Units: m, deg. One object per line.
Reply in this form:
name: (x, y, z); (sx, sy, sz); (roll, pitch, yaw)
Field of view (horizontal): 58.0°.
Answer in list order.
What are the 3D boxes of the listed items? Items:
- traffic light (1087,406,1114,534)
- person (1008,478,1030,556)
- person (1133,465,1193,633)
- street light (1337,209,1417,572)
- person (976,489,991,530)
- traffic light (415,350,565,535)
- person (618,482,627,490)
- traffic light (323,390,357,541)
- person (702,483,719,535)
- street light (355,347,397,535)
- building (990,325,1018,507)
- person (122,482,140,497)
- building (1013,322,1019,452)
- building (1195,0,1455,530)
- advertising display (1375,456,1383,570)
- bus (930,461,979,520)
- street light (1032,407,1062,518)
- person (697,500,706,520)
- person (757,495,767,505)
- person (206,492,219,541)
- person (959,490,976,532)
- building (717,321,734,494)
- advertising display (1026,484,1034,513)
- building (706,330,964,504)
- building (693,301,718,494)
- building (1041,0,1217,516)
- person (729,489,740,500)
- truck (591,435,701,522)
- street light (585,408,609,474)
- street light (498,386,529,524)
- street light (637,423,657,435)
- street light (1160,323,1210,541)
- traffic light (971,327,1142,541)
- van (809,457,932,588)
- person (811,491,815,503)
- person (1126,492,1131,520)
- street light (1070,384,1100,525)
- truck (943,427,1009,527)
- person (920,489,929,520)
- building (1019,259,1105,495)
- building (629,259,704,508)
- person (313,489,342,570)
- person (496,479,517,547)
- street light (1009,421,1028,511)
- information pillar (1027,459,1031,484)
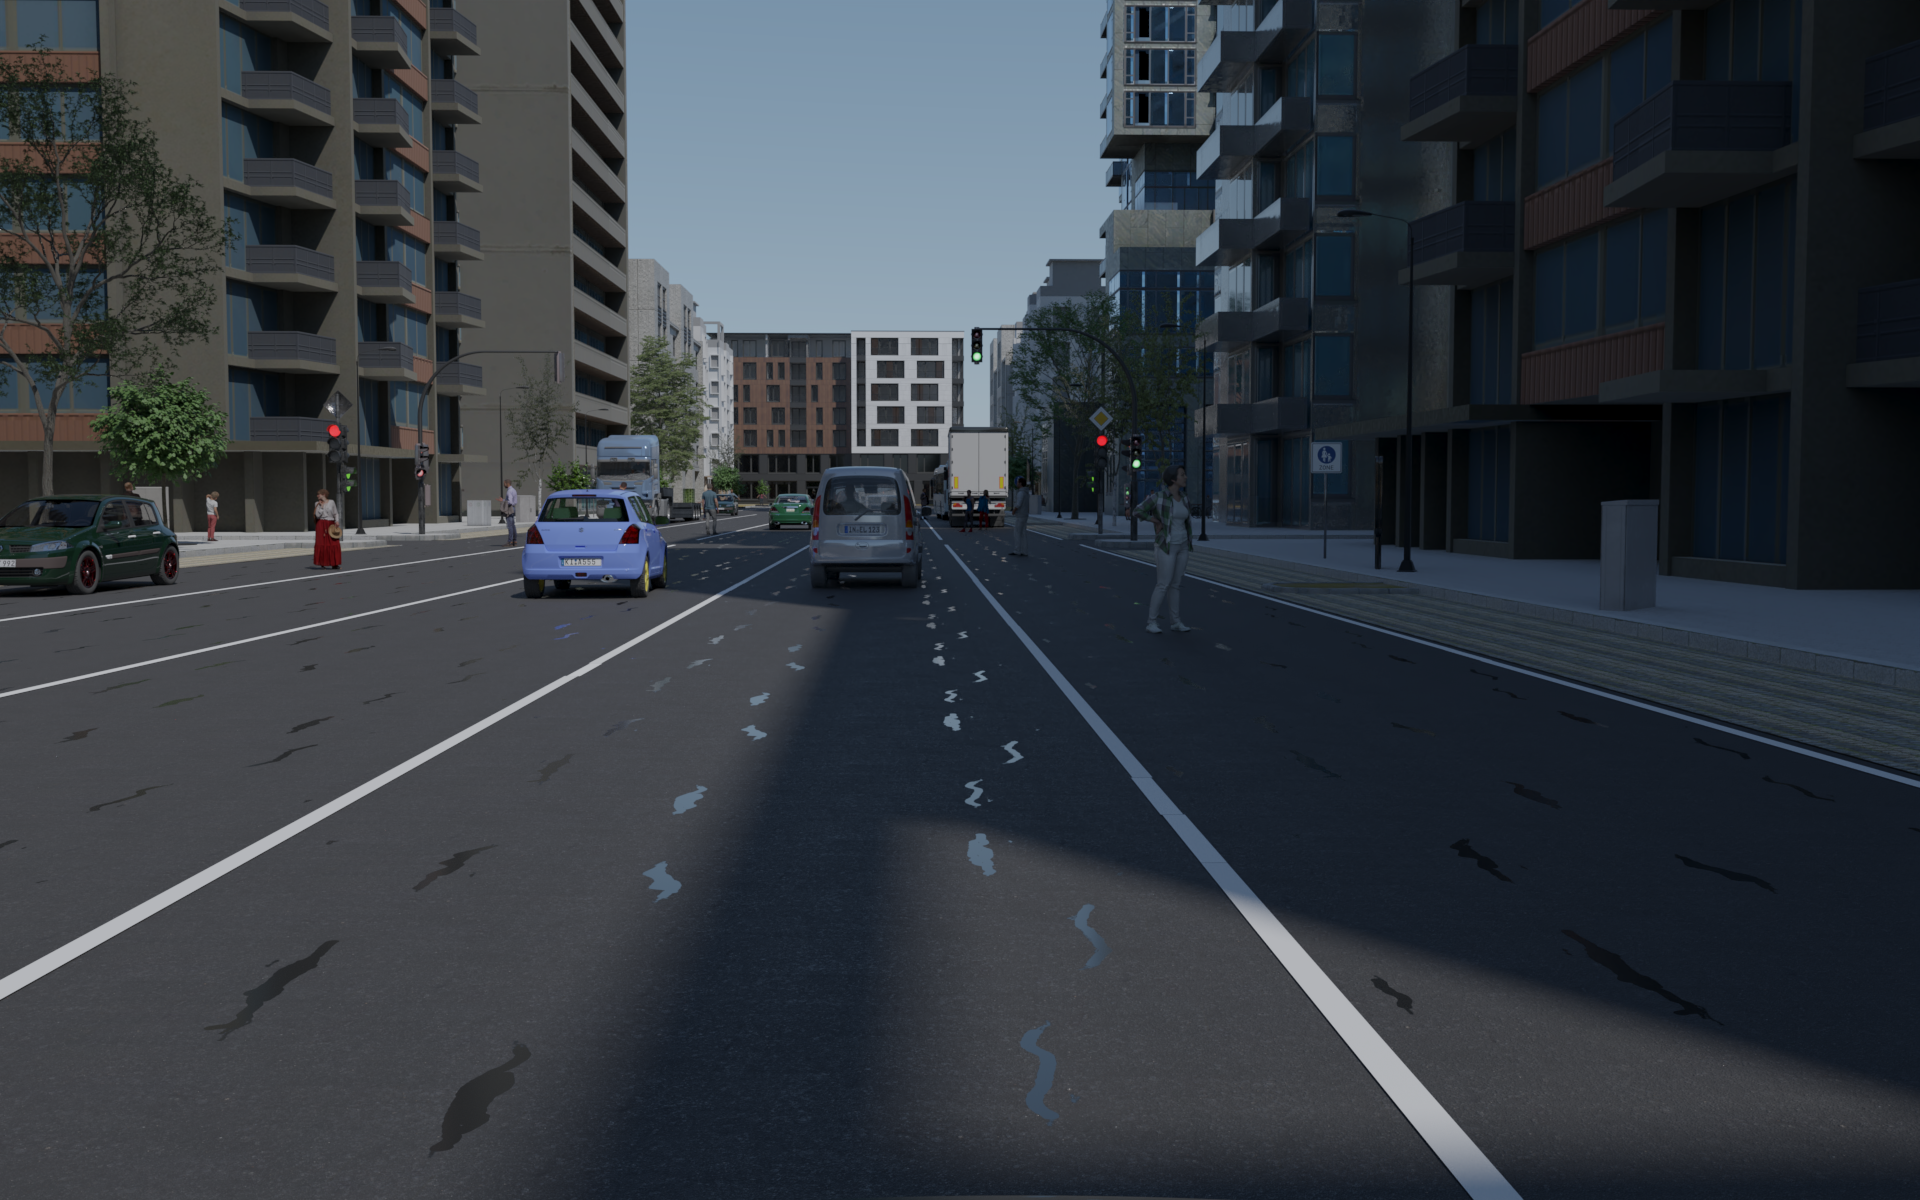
traffic light: (4.493, -4.073, 55.517); (0.839, 4.253, 0.868); (0, 4, -2)
person: (1.359, -1.905, 39.789); (0.789, 1.805, 0.875); (2, 4, 24)
person: (2.180, -0.538, 18.021); (0.841, 1.734, 0.376); (-3, 4, -36)
street light: (6.843, -3.418, 28.421); (1.470, 5.913, 1.316); (0, 4, -2)
person: (0.940, -3.583, 68.790); (0.444, 1.614, 0.593); (-2, 4, -29)
traffic light: (-14.949, -4.907, 54.895); (4.771, 5.953, 1.251); (0, 4, -2)
person: (-9.265, -2.343, 47.262); (0.683, 1.767, 0.568); (1, 4, 12)
traffic light: (-16.772, -3.541, 46.811); (0.839, 4.253, 0.868); (0, 4, -2)
person: (-8.803, -3.214, 61.183); (0.598, 1.807, 0.434); (1, 4, 21)
street light: (-18.491, -5.033, 54.835); (1.470, 5.913, 1.316); (0, 4, -2)
building: (12.410, -19.759, 189.512); (16.747, 18.905, 31.486); (0, 4, -2)
person: (-18.679, -1.882, 39.078); (0.482, 1.546, 0.388); (1, 4, 10)
building: (13.232, -19.053, 167.935); (16.016, 20.091, 11.380); (0, 4, -2)
building: (24.830, -27.535, 69.803); (30.456, 49.044, 23.786); (0, 4, -2)
advertising display: (7.214, -1.506, 29.835); (0.123, 1.923, 0.974); (1, 4, 14)
bus: (0.016, -6.349, 98.669); (2.948, 3.499, 13.247); (0, 4, -4)
street light: (4.758, -7.309, 92.036); (1.470, 5.913, 1.316); (0, 4, -2)
person: (-13.976, -5.177, 95.106); (0.963, 1.587, 0.435); (2, 4, 25)
person: (-24.269, -12.411, 212.135); (1.217, 1.743, 0.721); (-1, 4, -18)
person: (-20.286, -2.265, 46.985); (0.435, 1.345, 0.340); (1, 4, 9)
person: (0.286, -3.354, 65.214); (0.647, 1.594, 0.662); (3, 5, 43)
building: (-31.668, -20.752, 195.715); (11.380, 20.091, 16.016); (0, 4, -2)
advertising display: (4.379, -6.593, 113.014); (0.974, 1.923, 0.123); (2, 4, 34)
building: (-16.207, -23.619, 230.143); (32.646, 21.610, 27.936); (0, 4, -2)
building: (-32.397, -19.017, 167.339); (16.016, 20.091, 11.380); (0, 4, -2)
building: (17.847, -49.002, 113.850); (22.319, 86.520, 31.000); (0, 4, -2)
person: (-17.905, -7.792, 135.888); (1.348, 1.826, 0.705); (-1, 4, -23)
truck: (-15.088, -5.827, 85.037); (2.967, 4.110, 18.799); (0, 4, -1)
street light: (-19.729, -7.426, 93.955); (1.470, 5.913, 1.316); (0, 4, -2)
street light: (-19.199, -6.237, 74.521); (1.470, 5.913, 1.316); (0, 4, -2)
street light: (-20.426, -8.581, 112.835); (1.470, 5.913, 1.316); (0, 4, -2)
street light: (6.131, -4.572, 47.300); (1.470, 5.913, 1.316); (0, 4, -2)
traffic light: (2.669, -4.444, 47.326); (4.771, 5.953, 1.251); (0, 4, -2)
van: (-1.463, -1.278, 27.901); (2.013, 2.044, 4.112); (0, 3, 0)
person: (-14.235, -9.653, 167.147); (0.721, 1.723, 1.217); (1, 4, 15)
person: (8.258, -4.601, 84.497); (0.421, 1.427, 0.697); (3, 4, 36)
street light: (5.301, -6.139, 72.906); (1.470, 5.913, 1.316); (0, 4, -2)
truck: (0.700, -5.431, 77.707); (2.839, 4.237, 11.283); (0, 4, -1)
person: (-1.969, -5.335, 96.549); (0.431, 1.722, 0.655); (2, 4, 26)
building: (13.575, -17.663, 145.217); (16.016, 20.091, 11.380); (0, 4, -2)
building: (-31.819, -17.087, 145.825); (16.747, 18.905, 31.486); (0, 4, -2)
person: (-11.996, -1.337, 32.834); (0.523, 1.526, 0.387); (-1, 4, -22)
person: (-12.408, -2.380, 47.283); (0.599, 1.838, 0.709); (0, 4, -1)
street light: (4.108, -8.463, 110.917); (1.470, 5.913, 1.316); (0, 4, -2)
information pillar: (4.610, -7.649, 116.407); (0.183, 3.616, 0.504); (-1, 4, -18)
